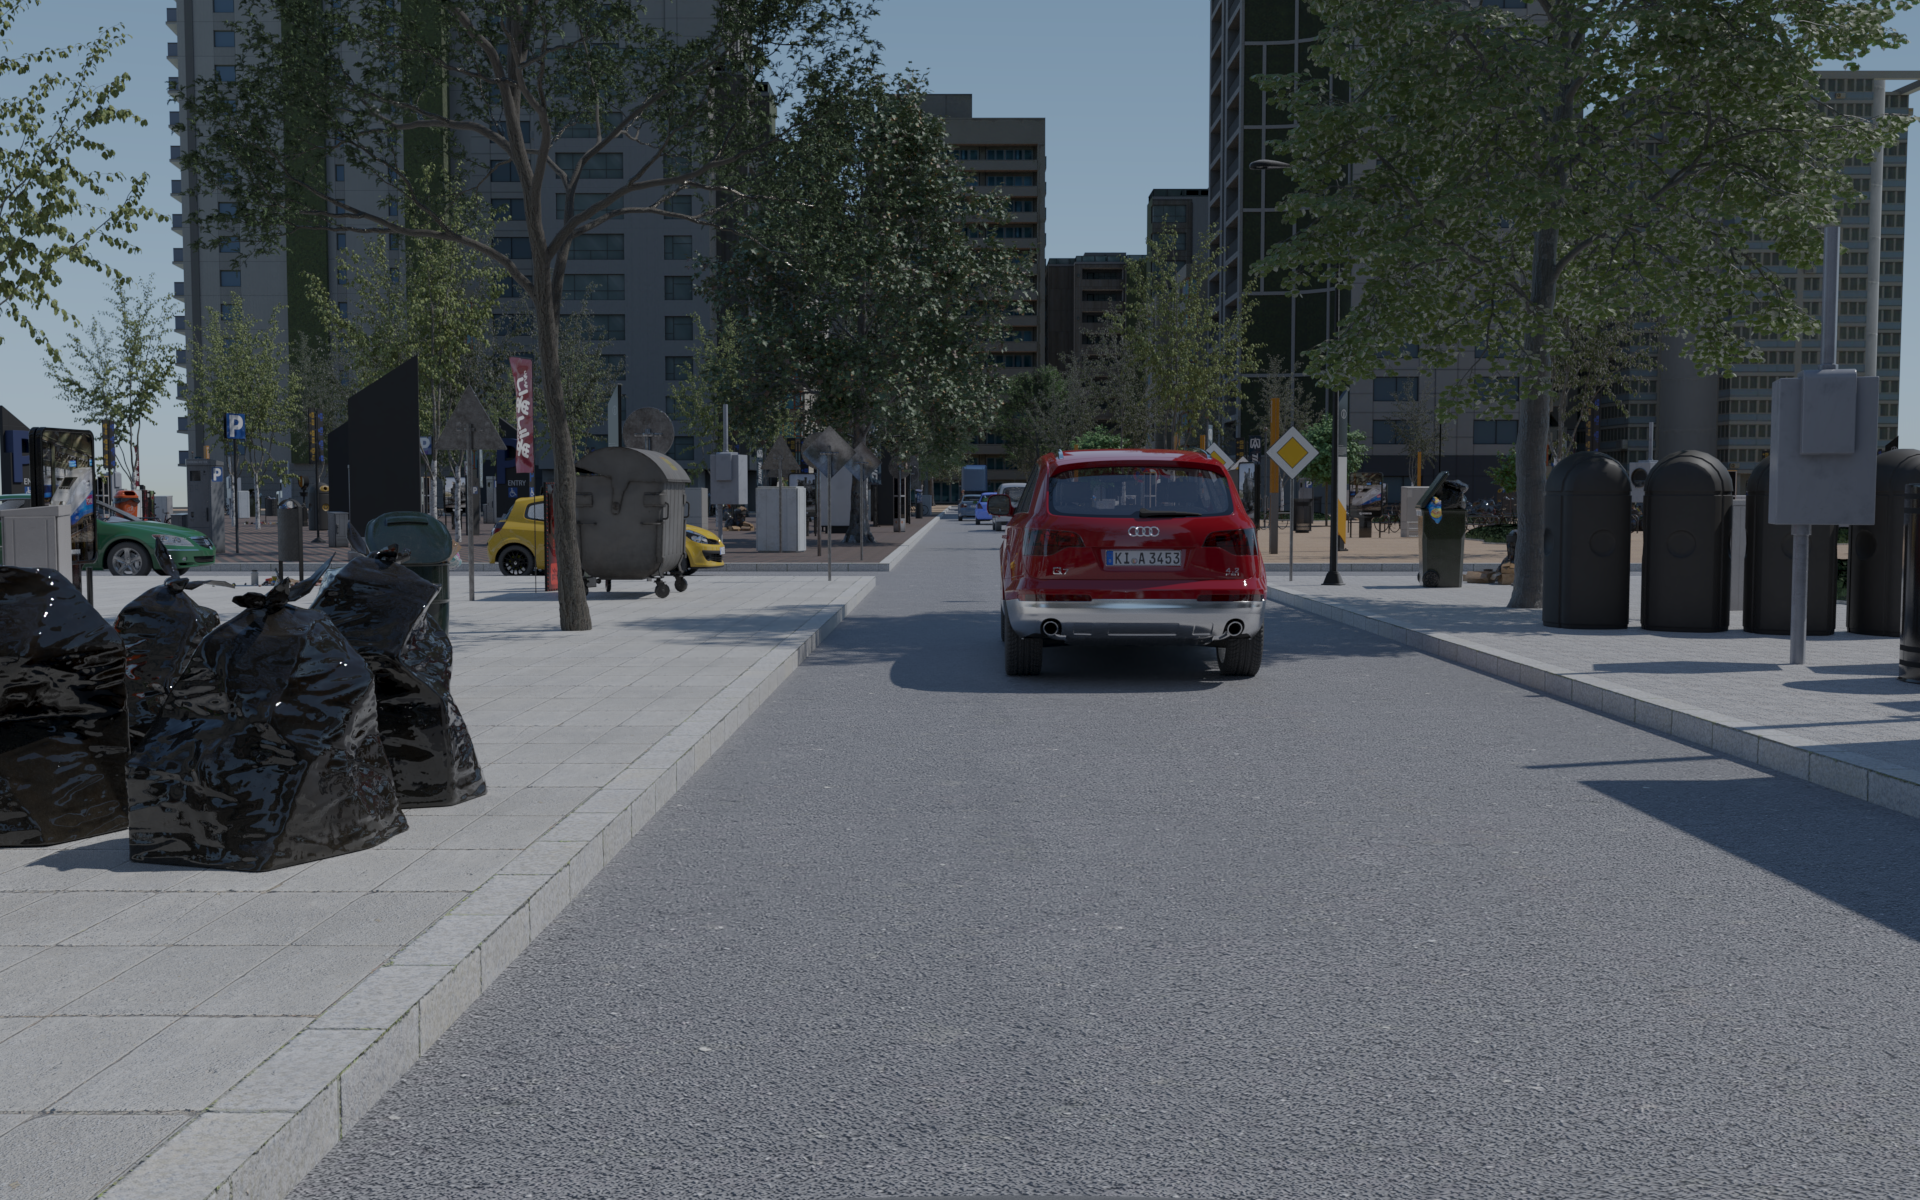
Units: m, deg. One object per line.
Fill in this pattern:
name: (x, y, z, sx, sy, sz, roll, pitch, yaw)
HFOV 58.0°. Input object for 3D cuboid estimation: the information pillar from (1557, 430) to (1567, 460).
information pillar: (21.944, -4.399, 63.272, 0.504, 3.616, 0.183, -2, 4, -34)

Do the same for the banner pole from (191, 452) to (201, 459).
banner pole: (-45.022, -6.856, 102.113, 0.401, 3.779, 0.863, 2, 4, 27)

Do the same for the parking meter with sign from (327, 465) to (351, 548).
parking meter with sign: (-14.442, -2.797, 41.999, 0.543, 3.016, 1.738, 3, 5, 42)

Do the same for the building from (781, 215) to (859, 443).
building: (-23.318, -32.233, 218.894, 23.993, 40.220, 32.217, 0, 4, 0)

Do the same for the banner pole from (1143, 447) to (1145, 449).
banner pole: (9.913, -6.214, 91.620, 0.863, 3.779, 0.401, -2, 4, -31)

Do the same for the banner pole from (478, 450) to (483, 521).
banner pole: (-22.563, -5.595, 81.492, 0.401, 3.779, 0.863, -2, 4, -30)

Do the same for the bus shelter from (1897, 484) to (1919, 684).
bus shelter: (6.608, -1.839, 7.693, 2.179, 5.291, 8.768, 0, 4, 0)

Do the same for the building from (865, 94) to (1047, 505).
building: (-0.533, -36.066, 213.374, 21.600, 48.544, 21.300, 0, 4, 0)

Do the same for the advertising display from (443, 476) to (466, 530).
advertising display: (-18.131, -3.495, 62.361, 0.974, 1.923, 0.123, -3, 5, -43)

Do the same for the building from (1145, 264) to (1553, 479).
building: (30.798, -18.316, 144.503, 27.650, 21.520, 28.899, 0, 4, 0)

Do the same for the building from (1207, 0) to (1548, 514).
building: (26.457, -41.567, 117.880, 20.563, 71.187, 20.611, 0, 4, 0)

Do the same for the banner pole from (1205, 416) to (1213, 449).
banner pole: (7.876, -3.966, 54.861, 0.401, 3.779, 0.863, 2, 4, 24)

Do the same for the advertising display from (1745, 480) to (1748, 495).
advertising display: (36.807, -4.574, 79.996, 0.974, 1.923, 0.123, 2, 4, 30)

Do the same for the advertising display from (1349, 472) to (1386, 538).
advertising display: (11.932, -2.796, 50.930, 0.974, 1.923, 0.123, 2, 4, 23)

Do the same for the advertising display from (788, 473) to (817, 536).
advertising display: (-4.781, -2.907, 52.739, 0.974, 1.923, 0.123, 2, 4, 24)

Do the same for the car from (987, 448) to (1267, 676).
car: (1.376, -0.399, 15.194, 2.281, 1.827, 5.304, 0, 4, 1)

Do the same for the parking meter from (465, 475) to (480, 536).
parking meter: (-15.086, -2.929, 53.603, 0.255, 1.863, 0.399, 2, 4, 30)

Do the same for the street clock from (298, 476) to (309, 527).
street clock: (-25.870, -3.898, 68.306, 0.471, 2.002, 0.358, 3, 5, 41)

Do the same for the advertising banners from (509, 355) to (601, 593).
advertising banners: (-5.341, -1.633, 22.891, 0.090, 3.025, 2.074, 1, 4, 20)

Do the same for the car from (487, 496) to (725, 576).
car: (-6.054, -1.197, 29.796, 3.980, 1.641, 2.015, 0, 4, 1)

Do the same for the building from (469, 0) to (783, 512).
building: (-24.371, -42.440, 132.138, 20.563, 71.187, 20.611, 0, 4, 0)

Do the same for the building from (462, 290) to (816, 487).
building: (-27.652, -19.295, 160.506, 28.899, 21.520, 27.650, 0, 4, 0)

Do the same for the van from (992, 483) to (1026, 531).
van: (2.141, -3.721, 67.848, 2.013, 2.044, 4.112, 0, 4, -1)

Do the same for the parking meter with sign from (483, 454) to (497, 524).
parking meter with sign: (-20.088, -4.802, 74.767, 0.543, 3.016, 1.738, -3, 5, -41)

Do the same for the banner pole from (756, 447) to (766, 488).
banner pole: (-9.353, -5.620, 81.901, 0.401, 3.779, 0.863, 2, 4, 33)

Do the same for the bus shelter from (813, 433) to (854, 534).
bus shelter: (-3.995, -3.965, 58.759, 2.014, 3.302, 5.546, 0, 3, 0)

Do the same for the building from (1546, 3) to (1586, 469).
building: (46.014, -32.923, 161.996, 21.600, 48.544, 21.300, 0, 4, 0)

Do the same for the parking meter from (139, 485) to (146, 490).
parking meter: (-50.677, -6.220, 107.406, 0.255, 1.863, 0.399, 0, 4, -5)

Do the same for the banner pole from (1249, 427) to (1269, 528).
banner pole: (11.250, -4.594, 65.131, 0.863, 3.779, 0.401, 1, 4, 20)

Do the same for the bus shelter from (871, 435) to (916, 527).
bus shelter: (-2.634, -4.864, 70.806, 1.731, 3.624, 6.357, 0, 4, 0)

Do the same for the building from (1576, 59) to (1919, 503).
building: (68.799, -28.477, 157.480, 23.993, 40.220, 32.217, 0, 4, 0)

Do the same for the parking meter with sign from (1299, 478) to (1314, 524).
parking meter with sign: (15.116, -4.847, 75.508, 0.543, 3.016, 1.738, 0, 4, -7)

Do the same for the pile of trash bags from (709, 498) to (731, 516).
pile of trash bags: (-15.328, -5.990, 107.683, 3.447, 1.369, 1.912, -3, 5, -43)

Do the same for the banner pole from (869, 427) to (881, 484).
banner pole: (-2.832, -3.960, 54.758, 0.863, 3.779, 0.401, -2, 4, -35)

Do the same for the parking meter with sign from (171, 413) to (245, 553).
parking meter with sign: (-16.459, -2.540, 37.784, 1.738, 3.016, 0.543, 1, 4, 20)

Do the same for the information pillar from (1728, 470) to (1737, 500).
information pillar: (23.792, -3.002, 53.579, 0.304, 2.012, 0.304, 0, 4, 0)

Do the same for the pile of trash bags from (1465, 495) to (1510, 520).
pile of trash bags: (25.708, -4.461, 82.695, 3.447, 1.369, 1.912, 0, 4, -6)

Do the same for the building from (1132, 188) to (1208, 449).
building: (24.640, -24.120, 166.057, 14.160, 30.474, 14.107, 0, 4, 0)

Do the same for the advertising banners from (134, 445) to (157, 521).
advertising banners: (-29.666, -4.088, 63.020, 0.090, 3.025, 2.074, 0, 4, -7)

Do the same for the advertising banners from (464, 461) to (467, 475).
advertising banners: (-25.705, -5.815, 91.265, 0.090, 3.025, 2.074, -3, 4, -36)

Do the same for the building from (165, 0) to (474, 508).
building: (-57.240, -37.947, 162.435, 28.212, 58.520, 21.231, 0, 4, 0)

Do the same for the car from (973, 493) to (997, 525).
car: (1.561, -4.400, 81.524, 1.945, 1.707, 3.694, 0, 3, 0)

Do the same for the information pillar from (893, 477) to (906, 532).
information pillar: (-2.039, -3.291, 58.306, 0.304, 2.012, 0.304, -3, 5, -41)

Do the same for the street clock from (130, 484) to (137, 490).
street clock: (-49.004, -6.005, 102.750, 0.358, 2.002, 0.471, -3, 5, -42)

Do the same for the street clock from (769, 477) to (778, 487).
street clock: (-6.878, -3.622, 63.783, 0.358, 2.002, 0.471, -1, 4, -20)

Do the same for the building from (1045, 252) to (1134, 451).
building: (17.323, -26.802, 209.911, 14.107, 30.474, 14.160, 0, 4, 0)

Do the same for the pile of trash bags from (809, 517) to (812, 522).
pile of trash bags: (-6.757, -4.269, 79.555, 1.912, 1.369, 3.447, 0, 4, 0)

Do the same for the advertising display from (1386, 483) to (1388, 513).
advertising display: (24.168, -5.745, 99.152, 0.123, 1.923, 0.974, -1, 4, -19)

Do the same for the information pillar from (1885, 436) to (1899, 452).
information pillar: (37.178, -4.758, 69.153, 0.504, 3.616, 0.183, 2, 4, 27)

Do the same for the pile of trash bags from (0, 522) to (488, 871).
pile of trash bags: (-3.648, 0.161, 7.116, 3.447, 1.369, 1.912, 1, 4, 18)

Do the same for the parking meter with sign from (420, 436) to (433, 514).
parking meter with sign: (-16.548, -3.396, 51.793, 0.543, 3.016, 1.738, 2, 4, 26)

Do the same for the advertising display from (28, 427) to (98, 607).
advertising display: (-8.793, -0.722, 17.018, 0.123, 1.923, 0.974, 0, 4, 2)

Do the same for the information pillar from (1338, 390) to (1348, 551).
information pillar: (8.484, -2.895, 38.694, 0.183, 3.616, 0.504, 3, 5, 45)

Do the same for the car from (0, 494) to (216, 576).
car: (-15.133, -1.067, 29.245, 4.920, 1.459, 2.131, 0, 4, -1)

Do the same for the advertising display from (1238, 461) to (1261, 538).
advertising display: (5.755, -1.792, 34.514, 0.123, 1.923, 0.974, -1, 4, -11)

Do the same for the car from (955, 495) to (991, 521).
car: (0.761, -4.954, 92.995, 2.014, 1.417, 4.499, 0, 4, 0)

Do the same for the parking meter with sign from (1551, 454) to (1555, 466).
parking meter with sign: (25.591, -4.744, 73.822, 0.543, 3.016, 1.738, 1, 4, 11)

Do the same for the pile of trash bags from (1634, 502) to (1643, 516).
pile of trash bags: (30.993, -4.107, 76.896, 1.912, 1.369, 3.447, 1, 4, 12)

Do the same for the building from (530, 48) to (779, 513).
building: (-19.921, -21.061, 116.043, 14.160, 30.474, 14.107, 0, 4, 0)
